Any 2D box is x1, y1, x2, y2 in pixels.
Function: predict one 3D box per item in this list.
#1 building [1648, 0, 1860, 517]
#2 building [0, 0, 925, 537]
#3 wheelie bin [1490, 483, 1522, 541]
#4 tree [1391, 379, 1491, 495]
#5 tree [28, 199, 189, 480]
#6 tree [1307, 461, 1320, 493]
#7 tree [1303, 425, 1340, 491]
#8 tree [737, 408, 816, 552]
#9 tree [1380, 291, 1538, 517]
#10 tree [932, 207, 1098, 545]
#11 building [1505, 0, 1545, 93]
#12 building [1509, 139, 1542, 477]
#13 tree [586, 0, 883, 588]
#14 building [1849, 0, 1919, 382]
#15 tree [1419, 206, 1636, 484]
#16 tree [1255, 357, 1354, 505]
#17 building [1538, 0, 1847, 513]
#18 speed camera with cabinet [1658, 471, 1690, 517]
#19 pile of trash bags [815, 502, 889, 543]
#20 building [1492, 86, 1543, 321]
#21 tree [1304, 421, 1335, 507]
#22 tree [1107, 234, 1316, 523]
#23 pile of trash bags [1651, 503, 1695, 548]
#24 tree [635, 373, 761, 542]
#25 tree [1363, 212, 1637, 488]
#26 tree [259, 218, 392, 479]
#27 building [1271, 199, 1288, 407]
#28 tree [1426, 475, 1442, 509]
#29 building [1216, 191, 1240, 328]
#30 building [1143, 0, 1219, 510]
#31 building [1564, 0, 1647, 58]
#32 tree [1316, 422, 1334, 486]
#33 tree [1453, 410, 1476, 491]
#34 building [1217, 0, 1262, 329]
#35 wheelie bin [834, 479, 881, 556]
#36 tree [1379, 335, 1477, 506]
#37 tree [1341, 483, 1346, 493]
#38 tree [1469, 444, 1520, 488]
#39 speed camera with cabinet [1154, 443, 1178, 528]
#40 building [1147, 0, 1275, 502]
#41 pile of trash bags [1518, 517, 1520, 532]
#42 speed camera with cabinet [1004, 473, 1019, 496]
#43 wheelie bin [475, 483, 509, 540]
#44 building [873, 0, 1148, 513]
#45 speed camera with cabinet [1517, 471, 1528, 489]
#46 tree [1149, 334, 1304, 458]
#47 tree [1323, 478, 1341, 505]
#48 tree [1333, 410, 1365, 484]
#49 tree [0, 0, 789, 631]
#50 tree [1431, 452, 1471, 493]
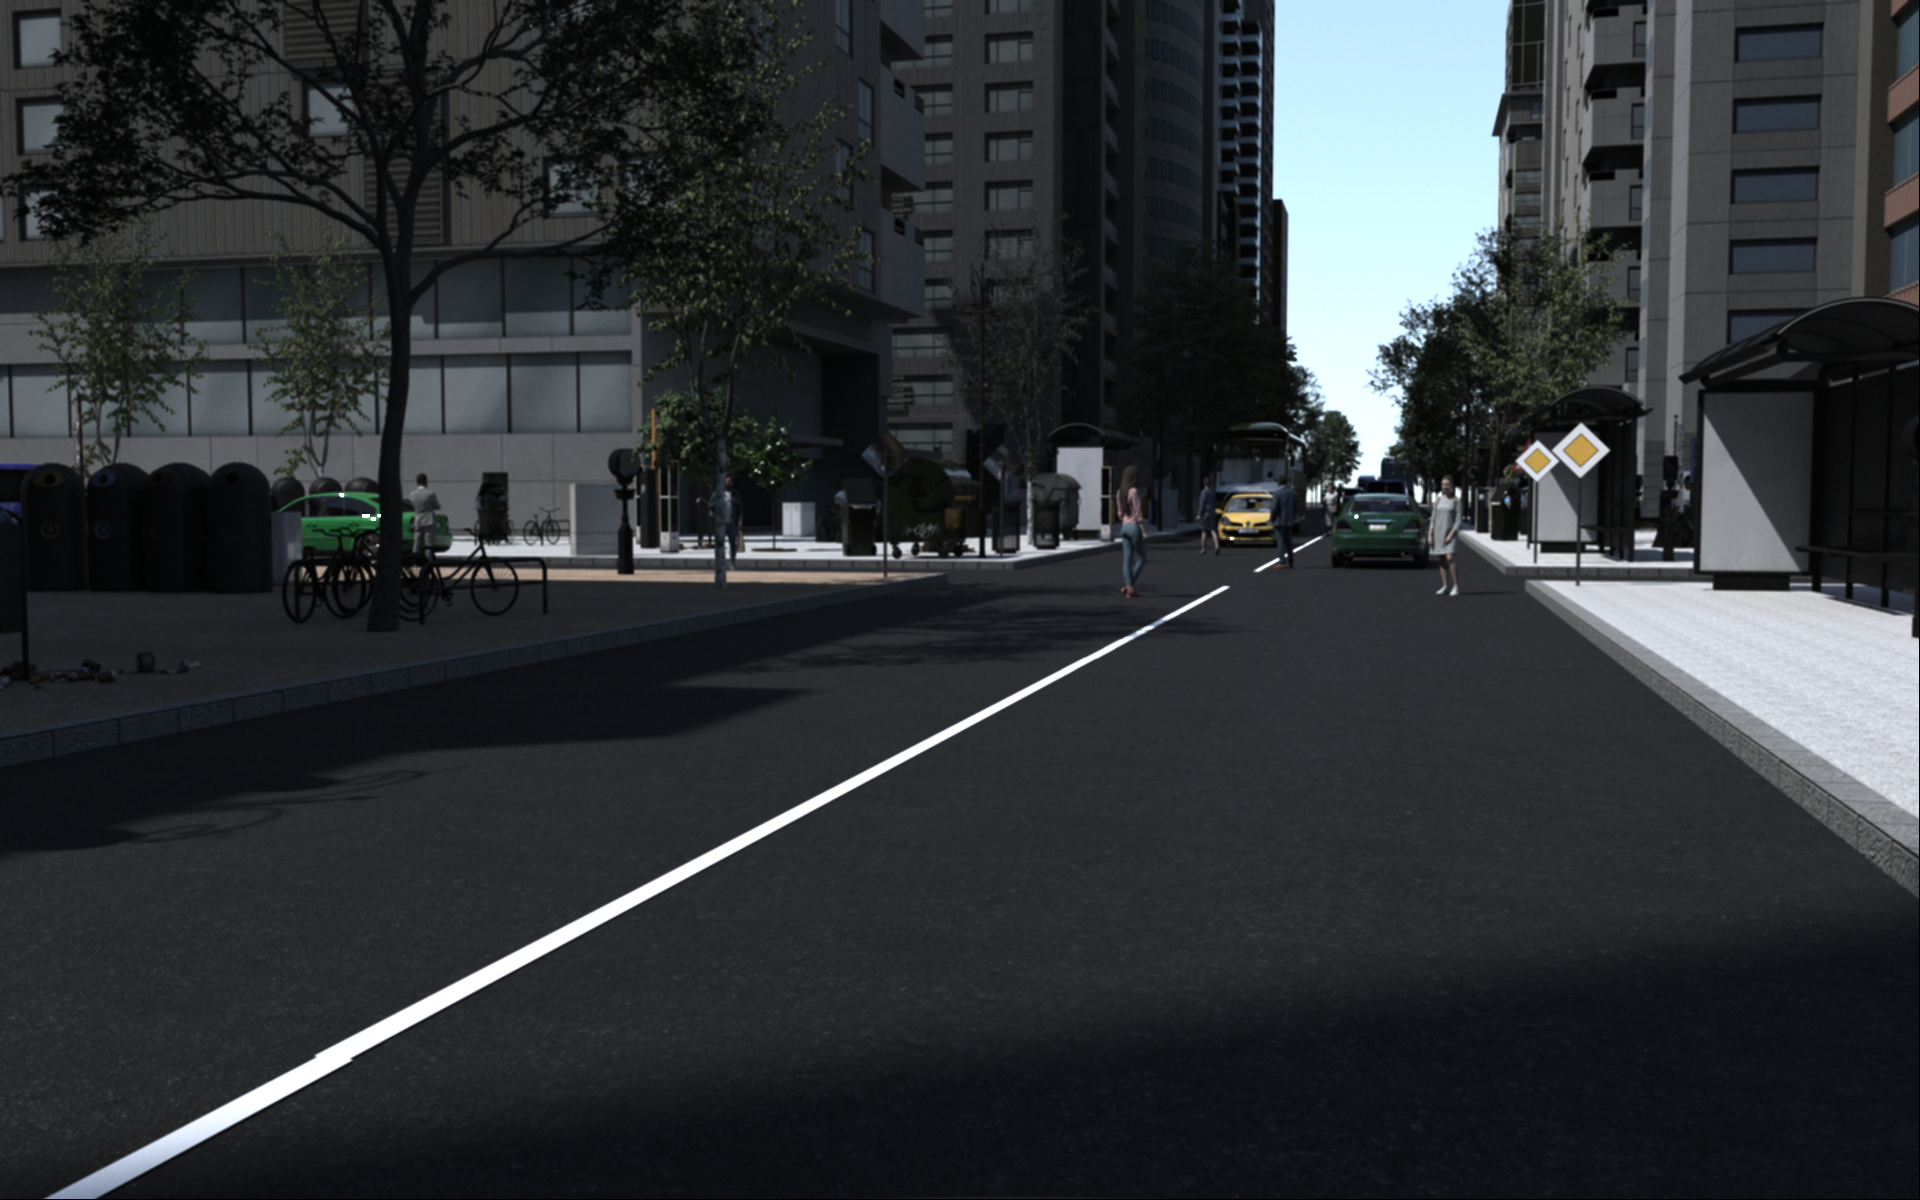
[{"bbox_3d":[45.157,-33.218,85.120,21.231,58.520,28.212,1,4,14],"label":"building"},{"bbox_3d":[-17.085,-29.057,64.314,28.713,52.752,27.495,1,4,14],"label":"building"},{"bbox_3d":[15.025,-2.431,47.649,0.693,1.594,0.980,-1,4,-10],"label":"wheelie bin"},{"bbox_3d":[45.706,-15.485,163.547,12.009,13.543,11.850,0,3,0],"label":"tree"},{"bbox_3d":[-20.676,-5.627,42.357,4.737,8.622,4.395,0,3,0],"label":"tree"},{"bbox_3d":[28.352,-9.868,145.052,4.285,4.588,4.351,0,3,0],"label":"tree"},{"bbox_3d":[37.595,-14.151,181.731,4.737,8.622,4.395,0,3,0],"label":"tree"},{"bbox_3d":[-4.048,-2.708,38.871,1.663,3.219,1.824,0,3,0],"label":"tree"},{"bbox_3d":[28.251,-10.960,96.212,9.611,12.733,9.660,0,3,0],"label":"tree"},{"bbox_3d":[1.555,-5.709,43.700,4.360,8.622,3.978,0,3,0],"label":"tree"},{"bbox_3d":[85.024,-49.239,243.308,20.563,71.187,20.611,1,4,14],"label":"building"},{"bbox_3d":[71.093,-31.652,201.111,14.154,41.232,14.086,1,4,14],"label":"building"},{"bbox_3d":[-3.213,-4.487,23.731,4.737,8.622,4.395,0,3,0],"label":"tree"},{"bbox_3d":[37.655,-23.778,43.396,28.867,44.769,22.147,1,4,14],"label":"building"},{"bbox_3d":[15.165,-5.757,44.497,4.737,8.622,4.395,0,3,0],"label":"tree"},{"bbox_3d":[23.700,-12.415,128.747,9.928,11.665,9.643,0,3,0],"label":"tree"},{"bbox_3d":[61.842,-37.262,151.228,21.231,58.520,28.212,1,4,14],"label":"building"},{"bbox_3d":[27.778,-4.421,66.620,0.660,3.252,2.038,-1,4,-17],"label":"speed camera with cabinet"},{"bbox_3d":[-2.075,-2.241,46.390,3.447,1.369,1.912,-2,4,-24],"label":"pile of trash bags"},{"bbox_3d":[82.585,-38.541,219.390,28.713,52.752,27.495,1,4,14],"label":"building"},{"bbox_3d":[35.741,-13.695,174.270,4.360,8.622,3.978,0,3,0],"label":"tree"},{"bbox_3d":[10.521,-9.659,76.059,7.486,12.596,7.792,0,3,0],"label":"tree"},{"bbox_3d":[18.409,-1.958,41.762,3.447,1.369,1.912,-2,4,-34],"label":"pile of trash bags"},{"bbox_3d":[-7.053,-3.862,46.864,4.285,4.588,4.351,0,3,0],"label":"tree"},{"bbox_3d":[17.889,-7.577,58.295,8.767,10.594,7.601,0,4,4],"label":"tree"},{"bbox_3d":[-17.135,-5.883,46.552,4.737,8.622,4.395,0,3,0],"label":"tree"},{"bbox_3d":[40.992,-37.108,256.830,14.600,45.320,14.200,1,4,14],"label":"building"},{"bbox_3d":[40.656,-9.378,147.927,1.663,3.219,1.824,0,3,0],"label":"tree"},{"bbox_3d":[18.958,-24.082,165.449,14.160,30.474,14.107,1,4,14],"label":"building"},{"bbox_3d":[9.498,-36.857,144.615,21.231,58.520,28.212,1,4,14],"label":"building"},{"bbox_3d":[58.184,-32.685,123.644,28.713,52.752,27.495,1,4,14],"label":"building"},{"bbox_3d":[17.302,-11.323,103.257,7.486,12.596,7.792,0,3,0],"label":"tree"},{"bbox_3d":[38.917,-11.328,135.573,4.360,8.622,3.978,0,3,0],"label":"tree"},{"bbox_3d":[26.905,-55.119,213.864,22.319,86.520,31.000,1,4,14],"label":"building"},{"bbox_3d":[-2.144,-1.714,35.940,0.980,1.594,0.693,-1,4,-19],"label":"wheelie bin"},{"bbox_3d":[52.507,-20.300,187.799,12.611,20.169,13.585,0,3,0],"label":"tree"},{"bbox_3d":[55.274,-15.747,252.067,1.663,3.219,1.824,0,3,0],"label":"tree"},{"bbox_3d":[20.035,-4.346,65.659,1.663,3.219,1.824,0,3,0],"label":"tree"},{"bbox_3d":[7.969,-4.437,66.879,0.660,3.252,2.038,0,4,-4],"label":"speed camera with cabinet"},{"bbox_3d":[34.793,-49.018,239.689,20.563,71.187,20.611,1,4,14],"label":"building"},{"bbox_3d":[19.429,-3.118,60.730,1.912,1.369,3.447,0,4,-2],"label":"pile of trash bags"},{"bbox_3d":[3.196,-5.725,87.936,2.038,3.252,0.660,-2,4,-24],"label":"speed camera with cabinet"},{"bbox_3d":[-12.985,-2.465,48.215,0.693,1.594,0.980,3,5,43],"label":"wheelie bin"},{"bbox_3d":[2.503,-25.280,96.916,14.154,41.232,14.086,1,4,14],"label":"building"},{"bbox_3d":[22.370,-4.647,70.320,2.038,3.252,0.660,3,5,42],"label":"speed camera with cabinet"},{"bbox_3d":[14.527,-9.707,93.115,8.767,10.594,7.601,-1,4,-21],"label":"tree"},{"bbox_3d":[44.785,-13.158,209.733,1.663,3.219,1.824,0,3,0],"label":"tree"},{"bbox_3d":[50.595,-19.250,232.857,7.486,12.596,7.792,0,3,0],"label":"tree"},{"bbox_3d":[-5.073,-4.987,15.955,7.601,10.594,8.767,0,4,-4],"label":"tree"},{"bbox_3d":[30.805,-7.568,107.450,4.285,4.588,4.351,0,3,0],"label":"tree"}]
